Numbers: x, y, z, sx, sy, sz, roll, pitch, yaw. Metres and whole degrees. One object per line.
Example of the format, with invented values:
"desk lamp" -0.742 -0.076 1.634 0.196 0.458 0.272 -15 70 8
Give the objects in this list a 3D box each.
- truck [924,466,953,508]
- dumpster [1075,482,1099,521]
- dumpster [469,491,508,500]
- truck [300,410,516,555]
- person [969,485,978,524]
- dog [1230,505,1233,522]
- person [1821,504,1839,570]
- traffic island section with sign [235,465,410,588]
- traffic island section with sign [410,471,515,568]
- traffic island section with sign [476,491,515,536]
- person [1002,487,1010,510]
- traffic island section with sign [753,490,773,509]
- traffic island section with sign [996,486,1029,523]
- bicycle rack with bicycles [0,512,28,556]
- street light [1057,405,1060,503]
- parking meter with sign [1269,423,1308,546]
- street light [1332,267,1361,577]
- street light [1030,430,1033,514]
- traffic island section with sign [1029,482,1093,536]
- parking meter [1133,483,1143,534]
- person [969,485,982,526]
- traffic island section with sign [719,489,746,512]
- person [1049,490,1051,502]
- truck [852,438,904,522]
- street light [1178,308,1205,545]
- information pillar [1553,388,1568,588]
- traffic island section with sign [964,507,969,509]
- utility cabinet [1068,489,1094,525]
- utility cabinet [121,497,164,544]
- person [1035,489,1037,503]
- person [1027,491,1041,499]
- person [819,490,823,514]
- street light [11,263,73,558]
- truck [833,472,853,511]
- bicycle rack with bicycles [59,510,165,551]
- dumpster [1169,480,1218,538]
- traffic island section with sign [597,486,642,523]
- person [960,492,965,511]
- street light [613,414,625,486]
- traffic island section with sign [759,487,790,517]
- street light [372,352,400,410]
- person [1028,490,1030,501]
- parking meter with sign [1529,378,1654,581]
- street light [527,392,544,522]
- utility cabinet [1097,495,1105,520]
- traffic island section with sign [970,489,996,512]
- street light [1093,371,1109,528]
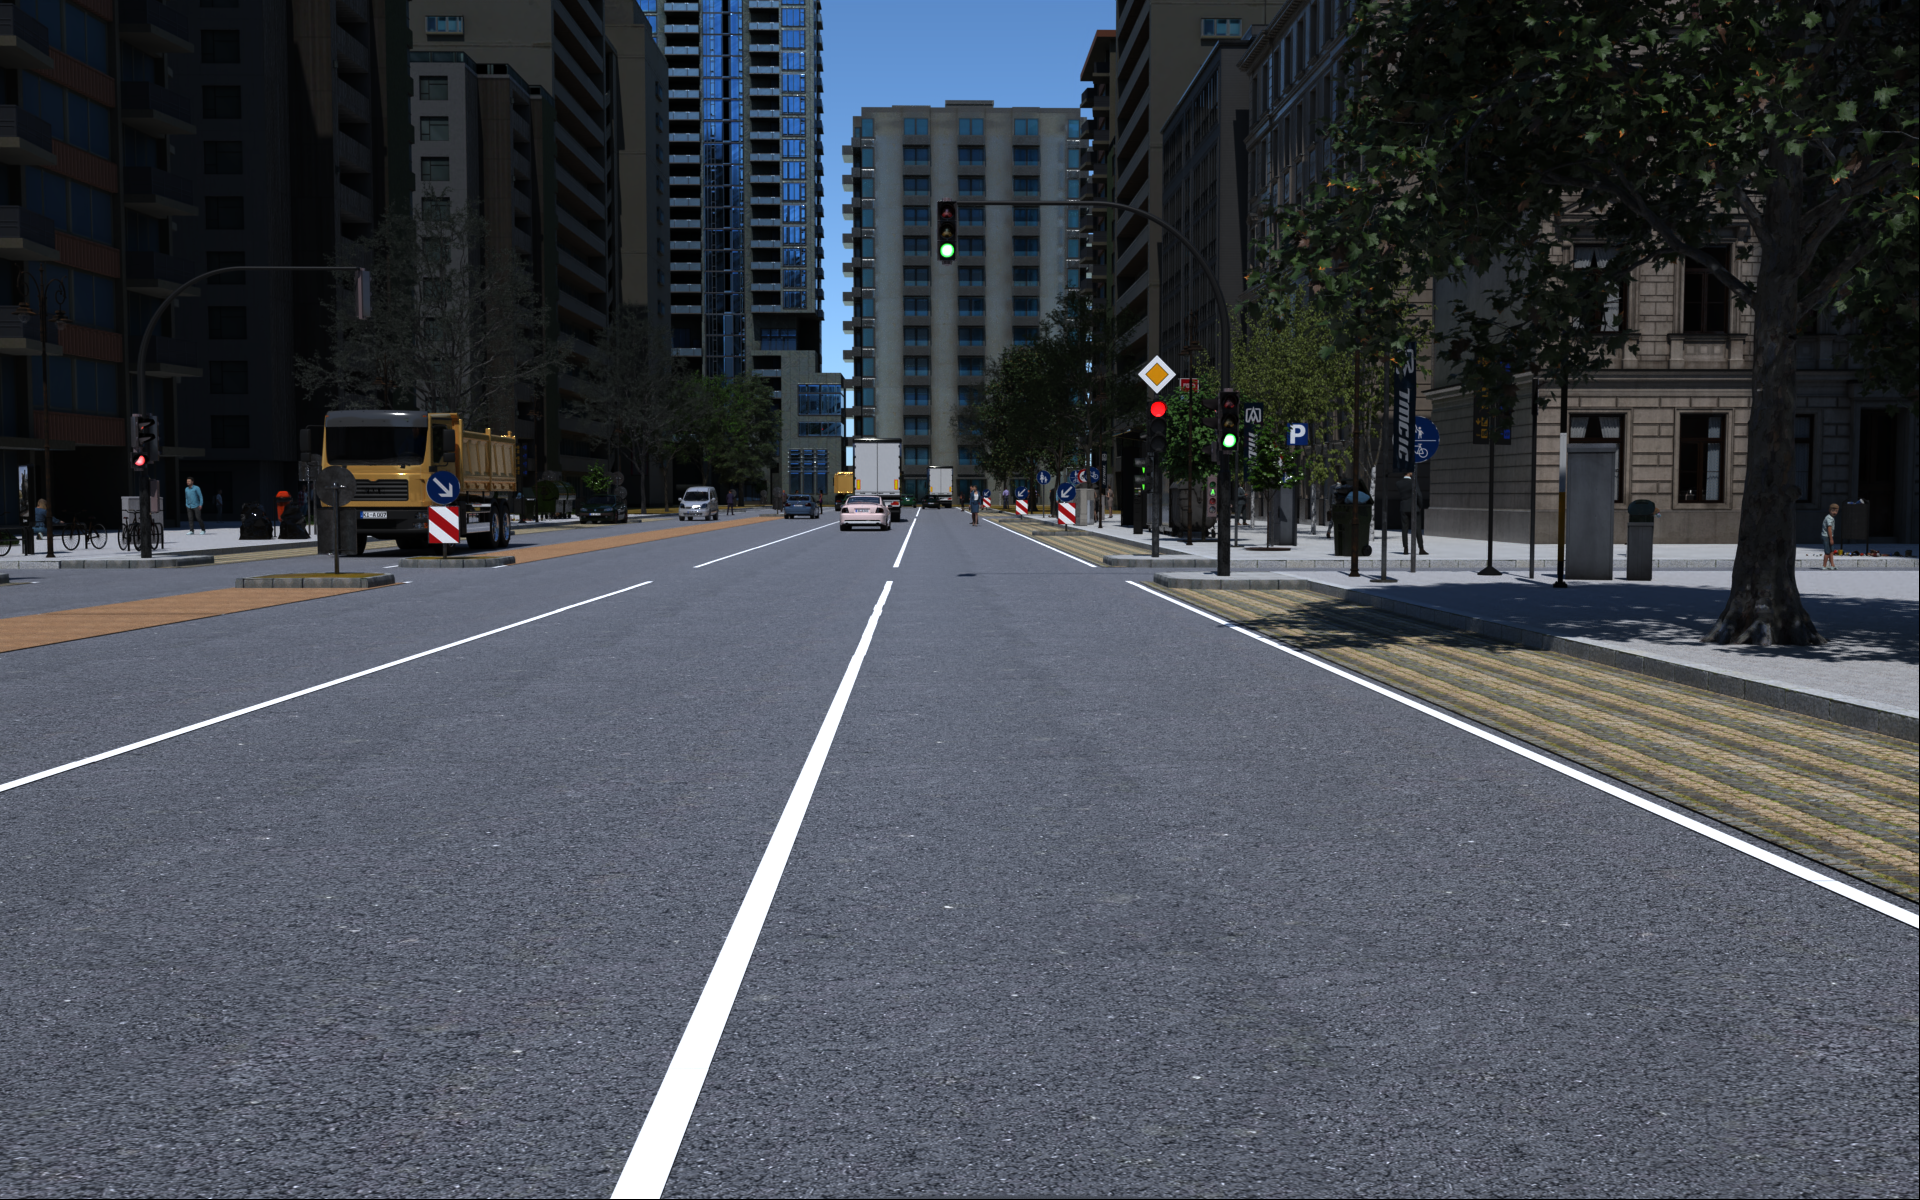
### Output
"truck" -2.145 -11.595 178.490 2.839 4.237 11.283 0 4 -2
"dumpster" 6.080 -4.751 83.439 1.264 1.857 1.865 0 4 -1
"dumpster" -21.157 -4.578 77.350 1.502 2.255 1.985 0 4 -1
"truck" -13.278 -2.865 42.772 3.469 3.379 9.791 0 4 -2
"person" 0.629 -4.547 82.654 0.447 1.846 0.655 -2 4 -25
"dog" 12.413 -4.025 80.195 0.513 0.831 0.800 1 4 13
"person" 16.424 -1.193 32.683 0.332 1.250 0.352 -2 4 -26
"traffic island section with sign" -9.981 -1.162 27.138 2.006 1.907 1.989 0 4 -1
"traffic island section with sign" -10.118 -1.615 34.544 2.006 1.907 1.989 0 4 -1
"traffic island section with sign" -16.530 -3.139 59.956 1.989 1.847 2.006 0 4 -1
"person" 3.780 -8.378 142.887 0.709 1.838 0.599 -1 4 -13
"traffic island section with sign" -18.596 -9.531 164.464 1.989 1.847 2.006 0 4 -1
"traffic island section with sign" 2.960 -4.814 87.337 1.989 1.847 2.006 0 4 -1
"bicycle rack with bicycles" -20.413 -1.320 34.969 2.852 0.926 2.925 0 4 -2
"street light" 5.019 -7.004 87.301 0.468 5.910 1.993 0 4 -1
"parking meter with sign" 8.134 -2.881 43.363 0.543 3.016 1.738 -1 4 -9
"street light" 6.131 -3.300 26.740 0.468 5.910 1.993 0 4 -1
"street light" 4.557 -8.379 109.785 0.468 5.910 1.993 0 4 -1
"traffic island section with sign" 3.511 -3.130 59.805 1.989 1.847 2.006 0 4 -1
"parking meter" 5.696 -3.035 55.330 0.255 1.863 0.399 1 4 15
"person" 0.689 -4.200 77.201 0.581 1.822 0.654 0 4 6
"traffic island section with sign" -18.052 -7.883 137.514 1.989 1.847 2.006 0 4 -1
"person" 9.327 -10.410 177.170 0.530 1.710 0.541 3 5 44
"truck" -4.374 -6.331 92.426 2.839 4.237 11.283 0 4 -2
"street light" 5.765 -4.314 43.327 0.468 5.910 1.993 0 4 -1
"information pillar" 8.234 -1.975 23.649 0.183 3.616 0.504 1 4 19
"traffic island section with sign" 1.428 -9.514 164.178 1.989 1.847 2.006 0 4 -1
"utility cabinet" 5.119 -3.957 73.379 1.173 1.500 0.318 3 5 41
"utility cabinet" -21.008 -2.042 44.546 0.306 1.237 1.020 2 4 27
"person" 7.684 -10.626 179.652 0.599 1.838 0.709 -1 4 -10
"person" 6.339 -8.678 147.945 1.348 1.822 0.705 -1 4 -23
"person" -9.951 -6.964 123.037 0.721 1.739 1.217 0 4 -6
"street light" -18.383 -3.795 34.834 0.468 5.910 1.993 0 4 -1
"truck" -9.324 -9.348 148.762 3.469 3.379 9.791 0 4 -2
"bicycle rack with bicycles" -19.448 -1.621 39.893 2.852 0.926 2.925 0 4 0
"dumpster" 6.927 -2.780 51.210 1.264 1.857 1.865 0 4 -1
"traffic island section with sign" -17.053 -4.788 86.906 1.989 1.847 2.006 0 4 -1
"person" 0.174 -8.136 142.987 0.415 1.643 0.593 0 4 4
"street light" -19.655 -7.788 100.128 0.468 5.910 1.993 0 4 -1
"traffic island section with sign" -11.618 -6.210 109.668 2.006 1.907 1.989 0 4 -1
"street light" -18.737 -5.128 56.639 0.468 5.910 1.993 0 4 -1
"person" 6.610 -9.693 165.447 0.530 1.710 0.541 1 4 22
"parking meter with sign" 9.458 -1.815 25.931 1.738 3.016 0.543 1 4 19
"street light" -19.188 -6.458 78.383 0.468 5.910 1.993 0 4 -1
"utility cabinet" 6.656 -4.519 85.048 1.020 1.237 0.306 -3 5 -41
"traffic island section with sign" 1.980 -7.845 136.897 1.989 1.847 2.006 0 4 -1
"street light" 5.288 -5.644 65.072 0.468 5.910 1.993 0 4 -1
